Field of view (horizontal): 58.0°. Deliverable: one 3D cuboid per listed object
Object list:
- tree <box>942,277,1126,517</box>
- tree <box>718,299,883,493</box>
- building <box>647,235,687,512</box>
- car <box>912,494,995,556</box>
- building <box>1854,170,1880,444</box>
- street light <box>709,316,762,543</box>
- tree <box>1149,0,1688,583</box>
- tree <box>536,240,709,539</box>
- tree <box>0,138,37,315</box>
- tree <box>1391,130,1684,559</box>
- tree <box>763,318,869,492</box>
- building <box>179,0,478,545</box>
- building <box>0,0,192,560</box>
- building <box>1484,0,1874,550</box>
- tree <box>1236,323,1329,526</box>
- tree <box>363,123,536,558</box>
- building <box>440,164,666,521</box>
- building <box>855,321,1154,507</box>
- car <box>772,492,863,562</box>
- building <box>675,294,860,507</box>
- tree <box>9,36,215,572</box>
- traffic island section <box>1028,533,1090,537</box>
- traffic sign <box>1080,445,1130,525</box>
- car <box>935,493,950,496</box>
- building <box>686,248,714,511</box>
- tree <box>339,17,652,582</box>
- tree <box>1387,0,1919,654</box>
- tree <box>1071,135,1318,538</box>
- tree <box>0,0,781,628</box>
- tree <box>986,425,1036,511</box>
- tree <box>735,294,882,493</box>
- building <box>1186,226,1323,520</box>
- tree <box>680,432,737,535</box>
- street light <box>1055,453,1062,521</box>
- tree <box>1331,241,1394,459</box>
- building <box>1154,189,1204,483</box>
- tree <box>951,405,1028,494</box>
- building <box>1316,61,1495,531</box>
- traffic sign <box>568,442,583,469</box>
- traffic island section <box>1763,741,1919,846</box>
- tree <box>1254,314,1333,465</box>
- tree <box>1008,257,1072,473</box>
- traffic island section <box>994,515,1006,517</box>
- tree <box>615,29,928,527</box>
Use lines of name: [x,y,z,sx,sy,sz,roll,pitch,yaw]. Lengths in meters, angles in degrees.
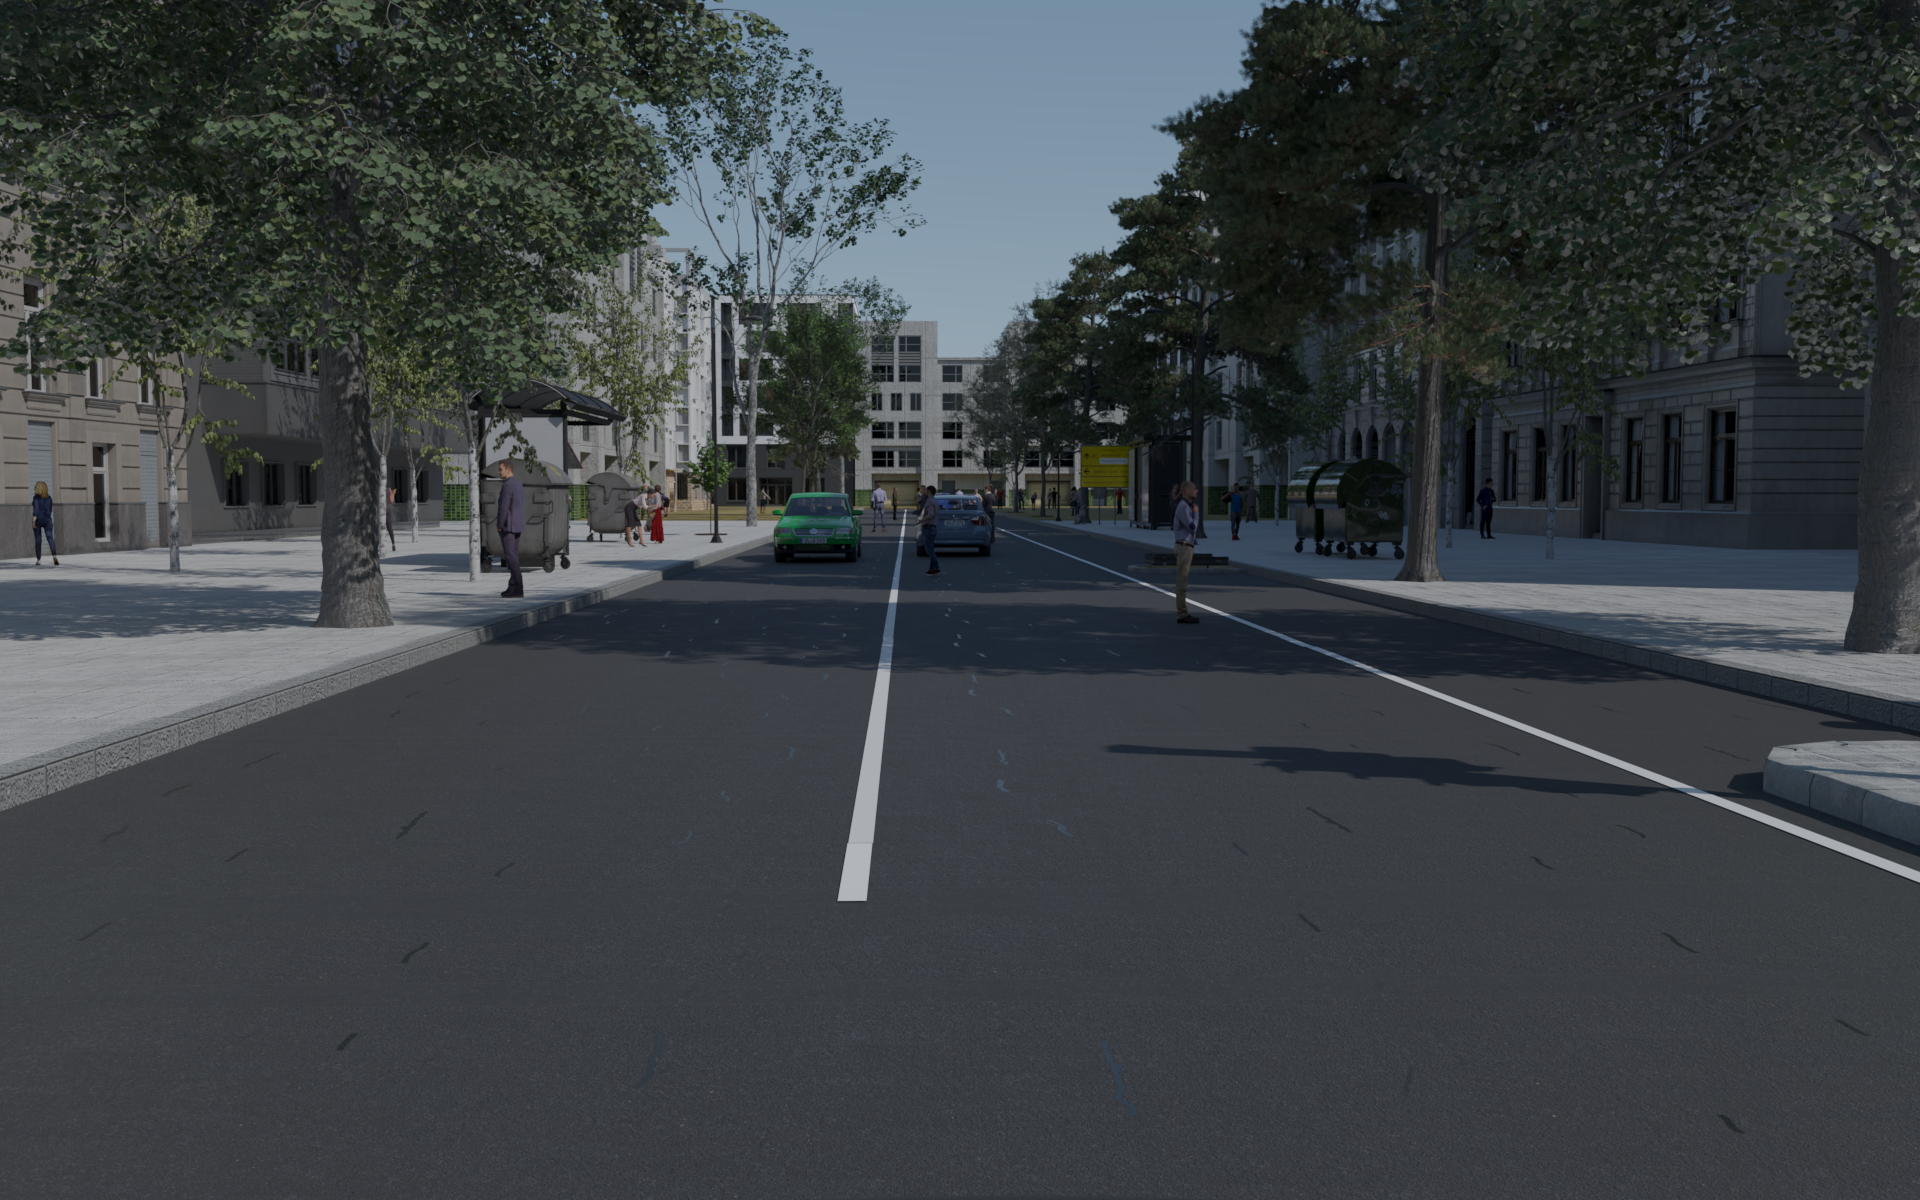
tree: [4.830,-11.456,97.681,12.009,13.543,11.850,0,3,0]
tree: [-7.723,-9.125,83.602,8.767,10.594,7.601,0,4,5]
building: [-27.916,-16.115,119.900,16.016,20.091,11.380,0,4,-2]
car: [-0.158,-1.794,41.334,2.014,1.417,4.499,0,4,0]
building: [39.568,-15.285,26.324,44.131,29.872,17.030,0,4,-2]
street light: [-5.854,-4.450,45.299,1.470,5.913,1.316,0,4,-2]
tree: [7.096,-7.196,25.072,7.806,13.903,7.818,0,3,0]
tree: [-9.499,-6.078,49.743,4.737,8.622,4.395,0,3,0]
tree: [-14.249,-4.405,22.388,4.360,8.622,3.978,0,3,0]
tree: [11.839,-5.108,33.875,4.737,8.622,4.395,0,3,0]
tree: [-8.551,-11.081,103.225,6.751,12.117,7.091,0,3,0]
building: [-25.034,-15.931,53.974,14.314,27.812,24.014,0,4,-2]
building: [-24.152,-14.203,29.490,12.463,27.353,25.104,0,4,-2]
building: [22.591,-11.250,48.559,10.561,19.102,19.286,0,4,-2]
tree: [12.792,-7.297,69.675,4.360,8.622,3.978,0,3,0]
tree: [-11.690,-5.181,35.067,4.737,8.622,4.395,0,3,0]
building: [-27.266,-14.141,97.659,16.747,18.905,31.486,0,4,-2]
building: [4.763,-19.522,185.646,31.486,18.905,16.747,0,4,-2]
car: [-3.088,-1.785,37.982,1.959,1.807,4.718,0,4,-2]
building: [-27.606,-21.217,190.870,32.646,21.610,27.936,0,4,-2]
tree: [-12.915,-4.752,28.057,4.737,8.622,4.395,0,3,0]
traffic island section: [3.353,-2.217,59.111,1.991,0.108,1.994,0,4,-2]
traffic sign: [6.134,-4.781,72.041,2.265,3.308,0.079,0,4,4]
car: [-1.327,-7.561,133.220,1.945,1.707,3.694,0,4,0]
building: [-26.214,-17.333,139.816,11.380,20.091,16.016,0,4,-2]
tree: [-6.882,-4.575,25.161,4.360,8.622,3.978,0,3,0]
tree: [7.724,-6.554,13.817,9.857,13.997,8.962,0,3,0]
tree: [6.880,-7.830,50.078,6.751,12.117,7.091,0,3,0]
tree: [-5.878,-6.708,16.325,9.857,13.997,8.962,0,3,0]
tree: [4.064,-11.153,132.710,4.737,8.622,4.395,0,3,0]
tree: [-7.965,-10.139,91.531,9.928,11.665,9.643,0,3,0]
building: [24.034,-14.302,100.299,16.747,18.905,31.486,0,4,-2]
tree: [-7.924,-3.637,54.065,1.663,3.219,1.824,0,3,0]
street light: [4.079,-6.639,81.089,1.470,5.913,1.316,0,4,-2]
tree: [11.840,-5.540,40.941,4.737,8.622,4.395,0,3,0]
building: [28.341,-17.639,132.365,27.936,21.610,32.646,0,4,-2]
tree: [2.987,-13.615,157.016,8.767,10.594,7.601,3,4,37]
building: [23.471,-14.009,70.849,13.314,21.916,24.055,0,4,-2]
traffic sign: [-8.419,-2.246,36.724,0.884,2.594,0.081,0,4,7]
traffic island section: [4.899,0.902,7.526,2.009,0.180,2.903,0,4,-2]
tree: [13.369,-6.953,64.038,4.737,8.622,4.395,0,3,0]
tree: [5.495,-9.413,75.961,6.751,12.117,7.091,0,3,0]
traffic island section: [1.837,-5.287,109.300,1.991,0.108,1.994,0,4,-2]
tree: [-7.127,-13.014,68.662,12.611,20.169,13.585,0,3,0]
